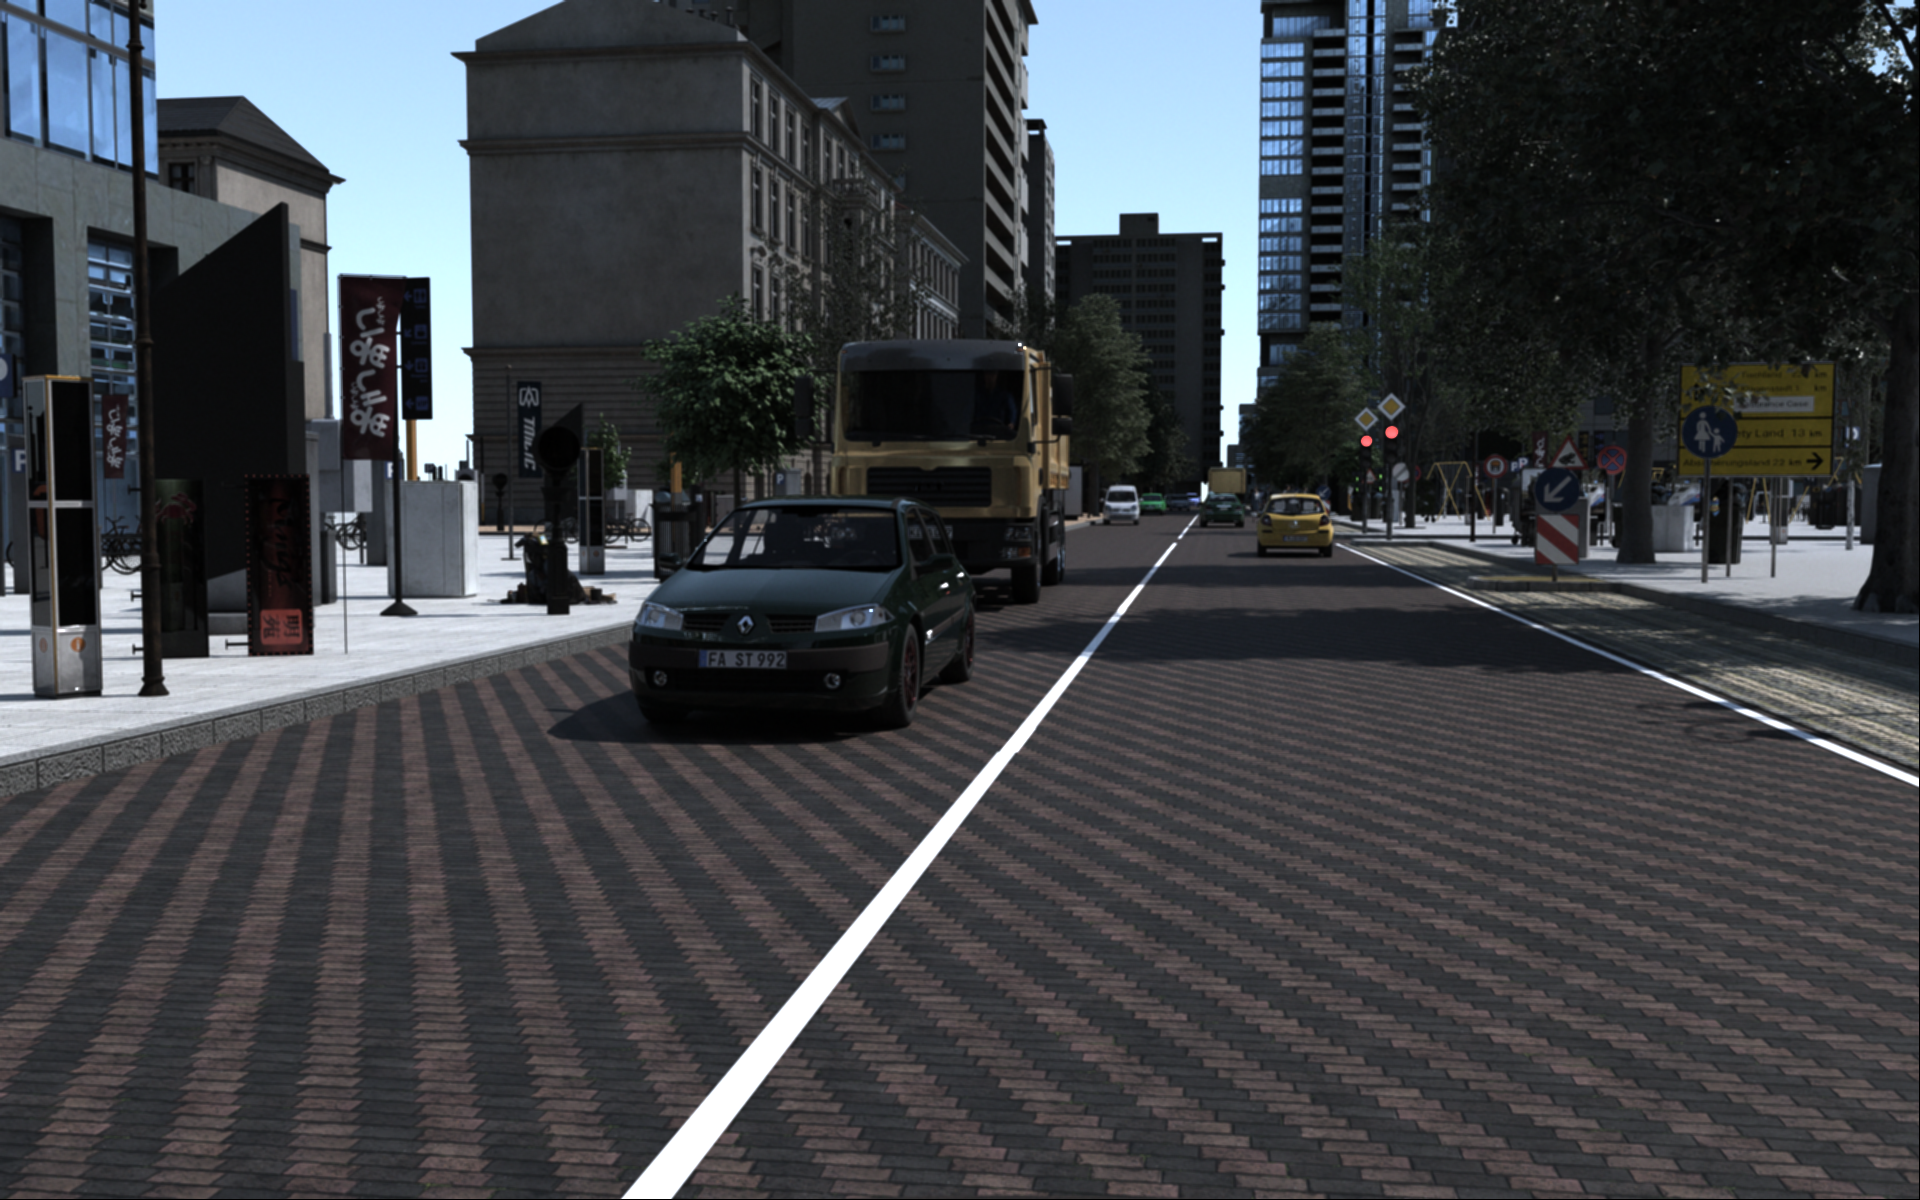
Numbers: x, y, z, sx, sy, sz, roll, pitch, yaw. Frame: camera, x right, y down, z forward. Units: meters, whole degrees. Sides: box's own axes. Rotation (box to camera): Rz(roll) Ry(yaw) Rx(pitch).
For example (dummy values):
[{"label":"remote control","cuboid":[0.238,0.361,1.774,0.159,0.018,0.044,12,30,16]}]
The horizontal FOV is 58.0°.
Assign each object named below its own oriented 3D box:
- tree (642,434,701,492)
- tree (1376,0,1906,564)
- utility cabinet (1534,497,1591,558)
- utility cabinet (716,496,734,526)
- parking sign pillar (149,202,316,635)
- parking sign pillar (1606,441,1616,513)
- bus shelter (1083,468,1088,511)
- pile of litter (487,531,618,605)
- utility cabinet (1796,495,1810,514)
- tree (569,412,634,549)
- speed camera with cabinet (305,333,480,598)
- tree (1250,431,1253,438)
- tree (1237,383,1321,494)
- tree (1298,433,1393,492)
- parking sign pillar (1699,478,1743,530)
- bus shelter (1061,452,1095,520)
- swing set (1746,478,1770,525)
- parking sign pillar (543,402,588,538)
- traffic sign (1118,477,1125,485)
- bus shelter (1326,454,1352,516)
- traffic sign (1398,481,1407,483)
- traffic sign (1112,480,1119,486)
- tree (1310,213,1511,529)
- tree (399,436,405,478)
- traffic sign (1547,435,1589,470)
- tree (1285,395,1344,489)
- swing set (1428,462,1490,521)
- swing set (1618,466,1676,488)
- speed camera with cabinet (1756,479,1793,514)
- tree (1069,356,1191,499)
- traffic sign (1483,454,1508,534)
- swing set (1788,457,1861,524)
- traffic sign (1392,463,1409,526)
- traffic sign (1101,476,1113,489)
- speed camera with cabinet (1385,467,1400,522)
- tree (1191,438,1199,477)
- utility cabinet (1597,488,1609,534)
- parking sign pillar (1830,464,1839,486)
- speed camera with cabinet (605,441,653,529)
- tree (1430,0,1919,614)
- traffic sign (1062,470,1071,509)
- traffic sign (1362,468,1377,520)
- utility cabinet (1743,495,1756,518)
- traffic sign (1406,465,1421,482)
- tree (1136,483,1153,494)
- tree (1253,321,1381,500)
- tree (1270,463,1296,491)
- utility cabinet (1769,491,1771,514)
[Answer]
[{"label":"tree","cuboid":[-7.827,-3.302,48.583,1.663,3.219,1.824,0,3,0]},{"label":"tree","cuboid":[12.637,-7.647,31.687,9.857,13.997,8.962,0,3,0]},{"label":"utility cabinet","cuboid":[12.130,-1.451,34.891,1.020,1.237,0.306,2,4,32]},{"label":"utility cabinet","cuboid":[-9.038,-3.371,66.274,1.020,1.237,0.306,0,4,5]},{"label":"parking sign pillar","cuboid":[-6.877,-1.702,16.293,1.447,3.967,1.447,0,4,3]},{"label":"parking sign pillar","cuboid":[32.735,-6.064,87.617,1.447,3.967,1.447,2,4,35]},{"label":"bus shelter","cuboid":[9.132,-8.276,126.597,1.731,3.624,6.357,1,4,8]},{"label":"pile of litter","cuboid":[-4.825,-0.402,20.531,1.719,0.858,1.176,3,5,41]},{"label":"utility cabinet","cuboid":[55.287,-6.264,113.576,1.020,1.237,0.306,-2,4,-27]},{"label":"tree","cuboid":[-8.517,-2.824,40.778,1.663,3.219,1.824,0,3,0]},{"label":"speed camera with cabinet","cuboid":[-7.080,-1.664,21.538,2.038,3.252,0.660,0,4,4]},{"label":"tree","cuboid":[28.929,-14.202,150.325,7.486,12.596,7.792,0,3,0]},{"label":"tree","cuboid":[36.380,-17.642,195.103,9.857,13.997,8.962,0,3,0]},{"label":"tree","cuboid":[21.117,-6.608,91.761,4.285,4.588,4.351,0,3,0]},{"label":"parking sign pillar","cuboid":[26.977,-4.455,61.308,1.447,3.967,1.447,0,4,4]},{"label":"bus shelter","cuboid":[5.553,-5.669,86.613,2.014,3.302,5.546,1,4,8]},{"label":"swing set","cuboid":[32.607,-4.645,73.565,3.119,2.851,2.862,0,4,6]},{"label":"parking sign pillar","cuboid":[-11.605,-3.832,51.125,1.447,3.967,1.447,1,4,18]},{"label":"traffic sign","cuboid":[12.093,-8.002,130.938,0.768,2.556,0.104,1,4,9]},{"label":"bus shelter","cuboid":[22.889,-6.855,103.358,1.731,3.624,6.357,1,4,8]},{"label":"traffic sign","cuboid":[20.728,-5.026,82.184,0.884,2.594,0.081,1,4,13]},{"label":"traffic sign","cuboid":[11.133,-7.649,125.063,0.884,2.594,0.081,1,4,10]},{"label":"tree","cuboid":[16.795,-8.466,64.167,9.928,11.665,9.643,0,3,0]},{"label":"tree","cuboid":[-15.970,-3.293,48.440,1.663,3.219,1.824,0,3,0]},{"label":"traffic sign","cuboid":[13.330,-2.325,38.017,0.884,2.594,0.081,1,4,16]},{"label":"tree","cuboid":[25.214,-10.464,121.441,4.737,8.622,4.395,0,3,0]},{"label":"swing set","cuboid":[24.067,-5.368,85.395,2.862,2.851,3.119,-1,4,-13]},{"label":"swing set","cuboid":[41.548,-6.589,105.349,3.119,2.851,2.862,-1,4,-19]},{"label":"speed camera with cabinet","cuboid":[51.470,-7.039,109.418,0.660,3.252,2.038,-3,5,-44]},{"label":"tree","cuboid":[13.136,-13.518,138.031,9.611,12.733,9.660,0,3,0]},{"label":"traffic sign","cuboid":[17.232,-3.406,55.798,0.768,2.556,0.104,1,4,16]},{"label":"swing set","cuboid":[37.493,-4.684,74.198,2.862,2.851,3.119,1,4,10]},{"label":"traffic sign","cuboid":[17.867,-4.285,70.160,0.768,2.556,0.104,1,4,14]},{"label":"traffic sign","cuboid":[10.274,-7.418,121.283,0.884,2.594,0.081,1,4,12]},{"label":"speed camera with cabinet","cuboid":[19.859,-5.214,79.577,0.660,3.252,2.038,1,4,11]},{"label":"tree","cuboid":[18.288,-15.817,175.609,9.611,12.733,9.660,0,3,0]},{"label":"utility cabinet","cuboid":[20.098,-2.849,55.260,1.173,1.500,0.318,-1,4,-14]},{"label":"parking sign pillar","cuboid":[55.713,-7.458,110.413,1.447,3.967,1.447,2,4,30]},{"label":"speed camera with cabinet","cuboid":[-12.455,-4.325,65.046,0.660,3.252,2.038,2,4,33]},{"label":"tree","cuboid":[10.230,-6.207,18.485,9.611,12.733,9.660,0,3,0]},{"label":"traffic sign","cuboid":[4.816,-4.949,81.028,0.768,2.556,0.104,1,4,11]},{"label":"traffic sign","cuboid":[20.360,-5.265,86.087,0.884,2.594,0.081,1,4,16]},{"label":"utility cabinet","cuboid":[42.482,-5.047,93.681,1.020,1.237,0.306,0,4,-6]},{"label":"traffic sign","cuboid":[19.352,-4.532,74.209,0.768,2.556,0.104,1,4,11]},{"label":"tree","cuboid":[20.695,-14.532,187.964,4.360,8.622,3.978,0,3,0]},{"label":"tree","cuboid":[23.894,-11.983,114.047,7.486,12.596,7.792,0,3,0]},{"label":"tree","cuboid":[31.165,-10.823,160.667,4.285,4.588,4.351,0,3,0]},{"label":"utility cabinet","cuboid":[50.668,-6.043,107.480,0.318,1.500,1.173,0,4,-5]}]
